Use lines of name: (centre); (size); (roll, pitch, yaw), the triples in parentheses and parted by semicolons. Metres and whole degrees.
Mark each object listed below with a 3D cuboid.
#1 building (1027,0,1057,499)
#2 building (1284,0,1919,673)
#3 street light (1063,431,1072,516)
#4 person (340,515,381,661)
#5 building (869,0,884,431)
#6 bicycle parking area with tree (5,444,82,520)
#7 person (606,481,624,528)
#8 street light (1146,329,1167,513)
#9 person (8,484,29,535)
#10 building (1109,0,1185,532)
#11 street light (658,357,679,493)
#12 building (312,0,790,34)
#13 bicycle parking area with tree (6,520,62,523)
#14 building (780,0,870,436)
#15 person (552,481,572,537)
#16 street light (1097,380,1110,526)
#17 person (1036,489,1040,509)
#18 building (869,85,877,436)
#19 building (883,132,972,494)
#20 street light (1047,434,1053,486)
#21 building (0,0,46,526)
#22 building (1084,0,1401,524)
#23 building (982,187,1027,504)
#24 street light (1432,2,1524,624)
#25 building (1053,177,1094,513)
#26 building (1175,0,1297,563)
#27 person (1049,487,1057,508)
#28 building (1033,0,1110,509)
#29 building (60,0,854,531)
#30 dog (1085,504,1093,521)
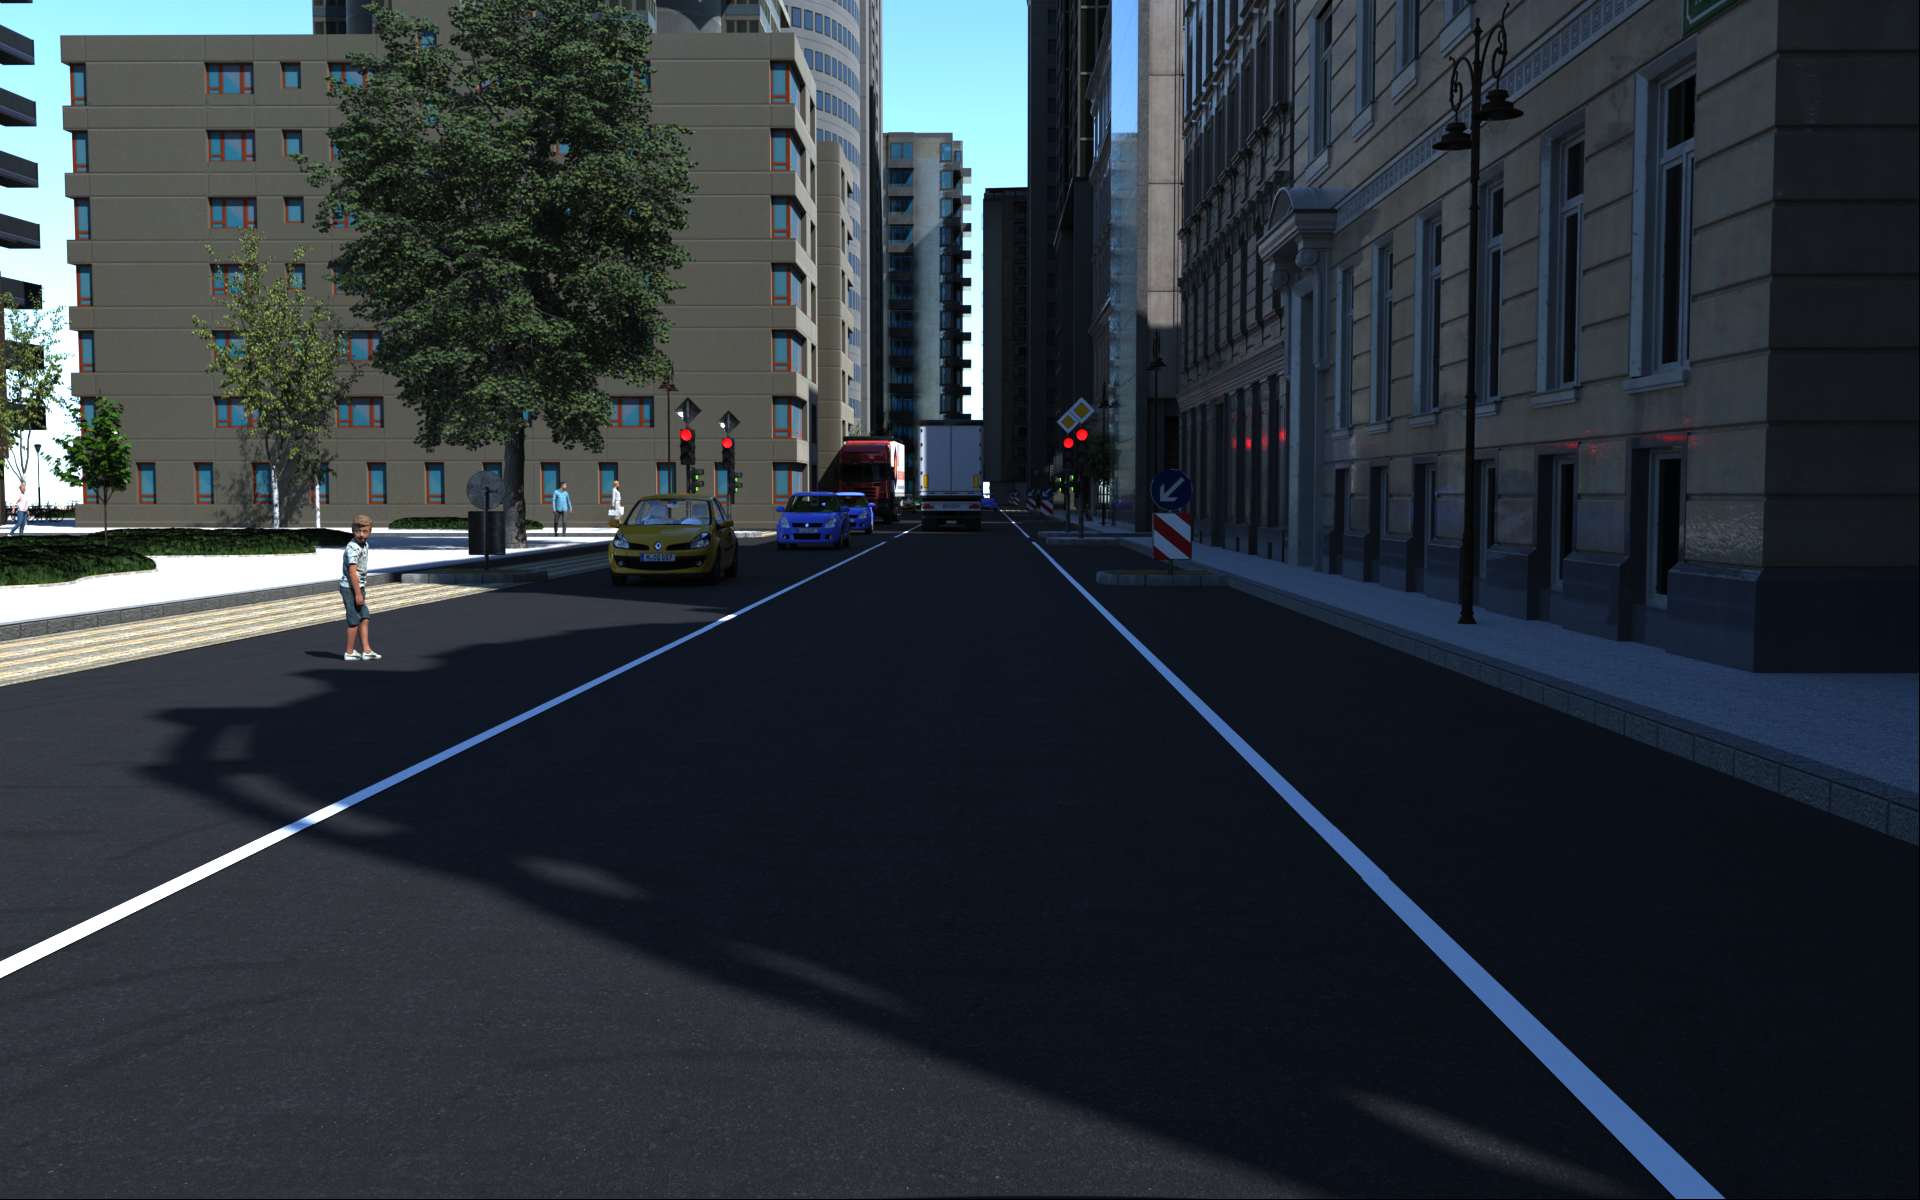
building: (18.043, -39.888, 194.161); (21.231, 58.520, 28.212); (0, 4, 1)
building: (12.036, -14.388, 21.149); (13.634, 28.700, 20.117); (0, 4, 1)
street light: (6.292, -7.900, 101.946); (0.468, 5.910, 1.993); (0, 4, 1)
person: (-5.177, -0.107, 14.932); (0.352, 1.250, 0.332); (2, 4, 32)
building: (-19.548, -46.456, 197.807); (20.611, 71.187, 20.563); (0, 4, 1)
bicycle parking area with tree: (-50.387, -6.895, 99.733); (8.231, 4.147, 9.016); (1, 4, 16)
person: (-12.884, -3.569, 64.746); (0.624, 1.780, 0.694); (1, 4, 11)
street light: (5.496, -4.638, 48.621); (0.468, 5.910, 1.993); (0, 4, 1)
person: (-28.985, -2.694, 53.213); (0.598, 1.740, 0.731); (-1, 4, -13)
building: (15.868, -14.982, 62.970); (19.932, 24.808, 12.078); (0, 4, 1)
street light: (-9.843, -5.248, 58.599); (0.468, 5.910, 1.993); (0, 4, 1)
building: (-24.810, -25.881, 115.035); (32.217, 40.220, 23.993); (0, 4, 1)
bicycle parking area with tree: (-46.183, -5.662, 79.579); (9.016, 4.147, 8.231); (-2, 4, -25)
building: (-19.082, -36.985, 146.701); (21.231, 58.520, 28.212); (0, 4, 1)
person: (-12.754, -2.879, 55.440); (0.638, 1.841, 0.748); (-1, 4, -22)
street light: (5.840, -5.966, 70.338); (0.468, 5.910, 1.993); (0, 4, 1)
person: (6.831, -8.933, 152.833); (0.721, 1.736, 1.217); (0, 4, 6)
building: (-15.575, -29.656, 168.474); (14.154, 41.232, 14.086); (0, 4, 1)
building: (-13.694, -37.192, 227.691); (30.456, 49.044, 23.786); (0, 4, 1)
street light: (6.834, -9.772, 132.563); (0.468, 5.910, 1.993); (0, 4, 1)
building: (-45.278, -25.328, 64.223); (14.200, 45.320, 14.600); (0, 4, 1)
building: (13.831, -18.705, 91.726); (13.634, 28.700, 20.117); (0, 4, 1)
building: (9.835, -33.047, 223.911); (14.086, 41.232, 14.154); (0, 4, 1)
street light: (5.021, -2.703, 16.974); (0.468, 5.910, 1.993); (0, 4, 1)
building: (14.053, -18.267, 117.734); (14.314, 24.678, 30.058); (0, 4, 1)
building: (10.841, -11.713, 40.653); (9.793, 20.994, 18.267); (0, 4, 1)
person: (6.138, -6.603, 114.571); (0.524, 1.755, 0.480); (-1, 4, -15)
building: (17.841, -44.719, 169.409); (20.563, 71.187, 20.611); (0, 4, 1)
building: (-19.811, -14.360, 79.823); (27.650, 21.520, 28.899); (0, 4, 1)
dog: (6.165, -4.108, 81.544); (0.800, 0.831, 0.513); (-1, 4, -22)
